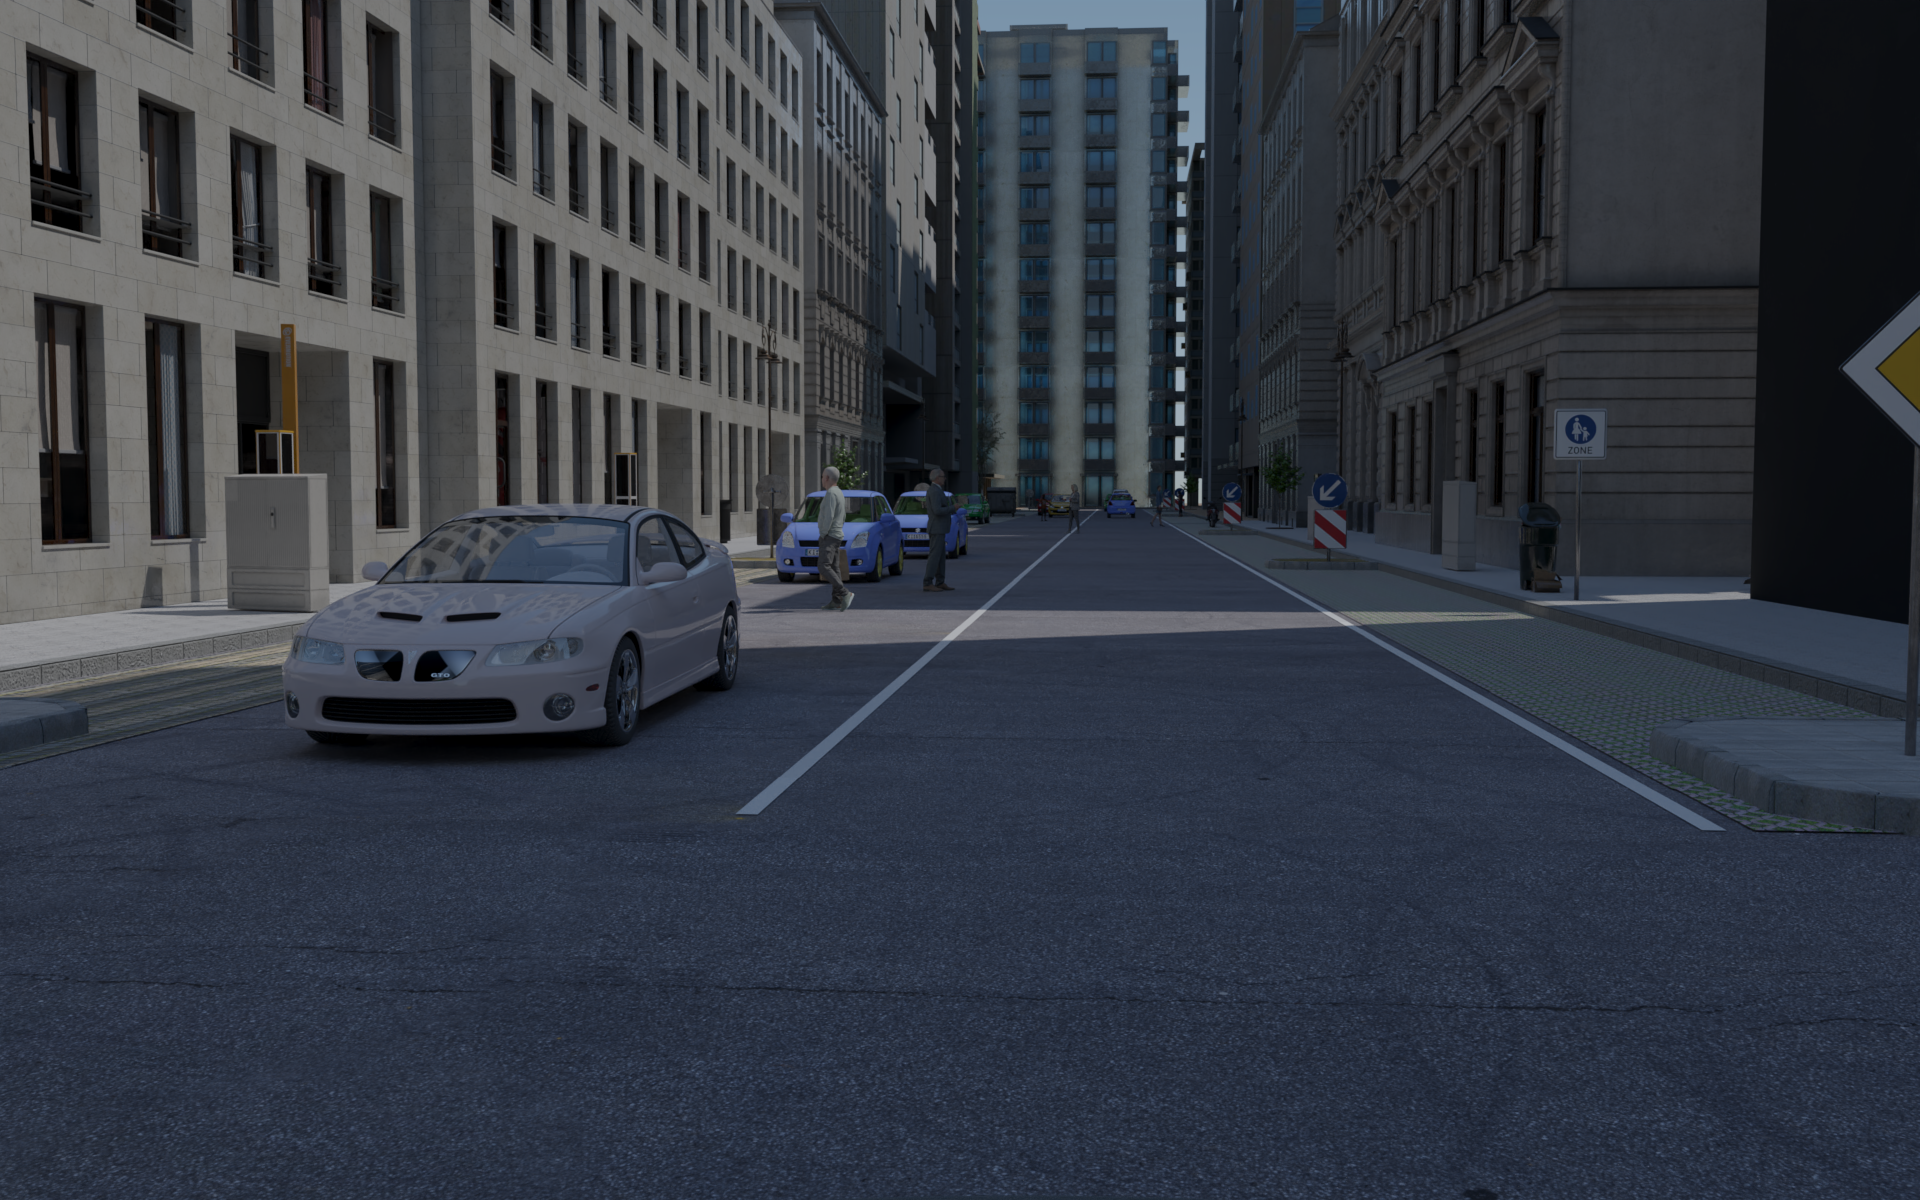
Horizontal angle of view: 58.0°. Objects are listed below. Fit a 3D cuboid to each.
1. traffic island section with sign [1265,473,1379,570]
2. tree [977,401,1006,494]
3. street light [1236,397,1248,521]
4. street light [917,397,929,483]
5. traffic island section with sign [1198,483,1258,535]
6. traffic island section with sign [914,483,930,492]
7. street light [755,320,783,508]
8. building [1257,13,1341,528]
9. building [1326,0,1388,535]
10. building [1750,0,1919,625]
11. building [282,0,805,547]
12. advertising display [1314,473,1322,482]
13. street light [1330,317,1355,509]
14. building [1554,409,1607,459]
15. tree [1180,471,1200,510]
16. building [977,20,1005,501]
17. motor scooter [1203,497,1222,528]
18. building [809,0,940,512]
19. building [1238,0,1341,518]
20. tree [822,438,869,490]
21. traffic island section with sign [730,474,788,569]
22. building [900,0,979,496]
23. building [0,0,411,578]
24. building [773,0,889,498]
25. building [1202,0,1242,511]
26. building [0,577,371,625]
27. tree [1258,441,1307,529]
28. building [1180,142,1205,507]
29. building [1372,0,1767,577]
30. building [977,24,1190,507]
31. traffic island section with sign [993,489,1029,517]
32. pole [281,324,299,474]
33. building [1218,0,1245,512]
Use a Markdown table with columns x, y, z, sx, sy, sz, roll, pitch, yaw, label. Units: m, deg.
| x | y | z | sx | sy | sz | roll | pitch | yaw | label |
| --- | --- | --- | --- | --- | --- | --- | --- | --- | --- |
| 6.923 | -1.514 | 33.384 | 1.989 | 1.847 | 2.006 | 0 | 4 | 5 | traffic island section with sign |
| 1.510 | -11.241 | 134.145 | 4.360 | 8.622 | 3.978 | 0 | 3 | 0 | tree |
| 13.455 | -6.723 | 82.710 | 0.468 | 5.910 | 1.993 | 0 | 4 | 5 | street light |
| -1.742 | -6.695 | 82.258 | 0.468 | 5.910 | 1.993 | 0 | 4 | 5 | street light |
| 9.389 | -3.191 | 60.807 | 1.989 | 1.847 | 2.006 | 0 | 4 | 5 | traffic island section with sign |
| -1.289 | -3.207 | 61.063 | 1.989 | 1.847 | 2.006 | 0 | 4 | 5 | traffic island section with sign |
| -5.060 | -4.483 | 46.079 | 0.468 | 5.910 | 1.993 | 0 | 4 | 5 | street light |
| 18.238 | -13.732 | 73.667 | 9.793 | 20.994 | 18.267 | 0 | 4 | 5 | building |
| 17.907 | -13.787 | 54.302 | 11.050 | 23.489 | 19.941 | 0 | 4 | 5 | building |
| 17.004 | -11.254 | 13.688 | 15.834 | 23.373 | 12.332 | 0 | 4 | 5 | building |
| -11.393 | -12.101 | 52.610 | 10.420 | 20.320 | 16.860 | 0 | 4 | 5 | building |
| 11.205 | -3.003 | 54.315 | 0.123 | 1.923 | 0.974 | 0 | 4 | 4 | advertising display |
| 10.009 | -4.446 | 45.474 | 0.468 | 5.910 | 1.993 | 0 | 4 | 5 | street light |
| 56.884 | -22.978 | 147.398 | 14.107 | 30.474 | 14.160 | 0 | 4 | 5 | building |
| 19.014 | -9.117 | 143.661 | 1.663 | 3.219 | 1.824 | 0 | 3 | 0 | tree |
| -11.203 | -30.292 | 149.894 | 28.867 | 44.769 | 22.147 | 0 | 4 | 5 | building |
| 10.842 | -3.765 | 74.335 | 0.815 | 1.314 | 1.986 | 0 | 4 | 5 | motor scooter |
| -15.815 | -31.158 | 98.677 | 28.713 | 52.752 | 27.495 | 0 | 4 | 5 | building |
| 22.206 | -26.934 | 90.484 | 14.600 | 45.320 | 14.200 | 0 | 4 | 5 | building |
| -3.907 | -3.969 | 59.496 | 1.663 | 3.219 | 1.824 | 0 | 3 | 0 | tree |
| -3.735 | -1.550 | 33.975 | 1.989 | 1.847 | 2.006 | 0 | 4 | 5 | traffic island section with sign |
| -6.286 | -26.631 | 119.010 | 14.154 | 41.232 | 14.086 | 0 | 4 | 5 | building |
| -12.057 | -11.072 | 35.774 | 10.420 | 20.320 | 16.860 | 0 | 4 | 5 | building |
| -8.930 | -13.550 | 70.691 | 9.793 | 20.994 | 18.267 | 0 | 4 | 5 | building |
| 30.617 | -36.691 | 141.892 | 21.231 | 58.520 | 28.212 | 0 | 4 | 5 | building |
| -14.352 | -10.051 | 19.083 | 10.420 | 20.320 | 16.860 | 0 | 4 | 5 | building |
| 11.902 | -4.223 | 63.652 | 1.663 | 3.219 | 1.824 | 0 | 3 | 0 | tree |
| 35.612 | -29.957 | 181.684 | 23.993 | 40.220 | 32.217 | 0 | 4 | 5 | building |
| 14.681 | -10.425 | 35.069 | 10.561 | 19.102 | 19.286 | 0 | 4 | 5 | building |
| 8.120 | -34.253 | 179.651 | 30.456 | 49.044 | 23.786 | 0 | 4 | 5 | building |
| 3.184 | -6.250 | 110.821 | 1.989 | 1.847 | 2.006 | 0 | 4 | 5 | traffic island section with sign |
| -8.061 | -1.654 | 20.881 | 0.158 | 3.312 | 0.155 | 0 | 3 | 0 | pole |
| 29.448 | -30.156 | 112.664 | 23.786 | 49.044 | 30.456 | 0 | 4 | 5 | building |
